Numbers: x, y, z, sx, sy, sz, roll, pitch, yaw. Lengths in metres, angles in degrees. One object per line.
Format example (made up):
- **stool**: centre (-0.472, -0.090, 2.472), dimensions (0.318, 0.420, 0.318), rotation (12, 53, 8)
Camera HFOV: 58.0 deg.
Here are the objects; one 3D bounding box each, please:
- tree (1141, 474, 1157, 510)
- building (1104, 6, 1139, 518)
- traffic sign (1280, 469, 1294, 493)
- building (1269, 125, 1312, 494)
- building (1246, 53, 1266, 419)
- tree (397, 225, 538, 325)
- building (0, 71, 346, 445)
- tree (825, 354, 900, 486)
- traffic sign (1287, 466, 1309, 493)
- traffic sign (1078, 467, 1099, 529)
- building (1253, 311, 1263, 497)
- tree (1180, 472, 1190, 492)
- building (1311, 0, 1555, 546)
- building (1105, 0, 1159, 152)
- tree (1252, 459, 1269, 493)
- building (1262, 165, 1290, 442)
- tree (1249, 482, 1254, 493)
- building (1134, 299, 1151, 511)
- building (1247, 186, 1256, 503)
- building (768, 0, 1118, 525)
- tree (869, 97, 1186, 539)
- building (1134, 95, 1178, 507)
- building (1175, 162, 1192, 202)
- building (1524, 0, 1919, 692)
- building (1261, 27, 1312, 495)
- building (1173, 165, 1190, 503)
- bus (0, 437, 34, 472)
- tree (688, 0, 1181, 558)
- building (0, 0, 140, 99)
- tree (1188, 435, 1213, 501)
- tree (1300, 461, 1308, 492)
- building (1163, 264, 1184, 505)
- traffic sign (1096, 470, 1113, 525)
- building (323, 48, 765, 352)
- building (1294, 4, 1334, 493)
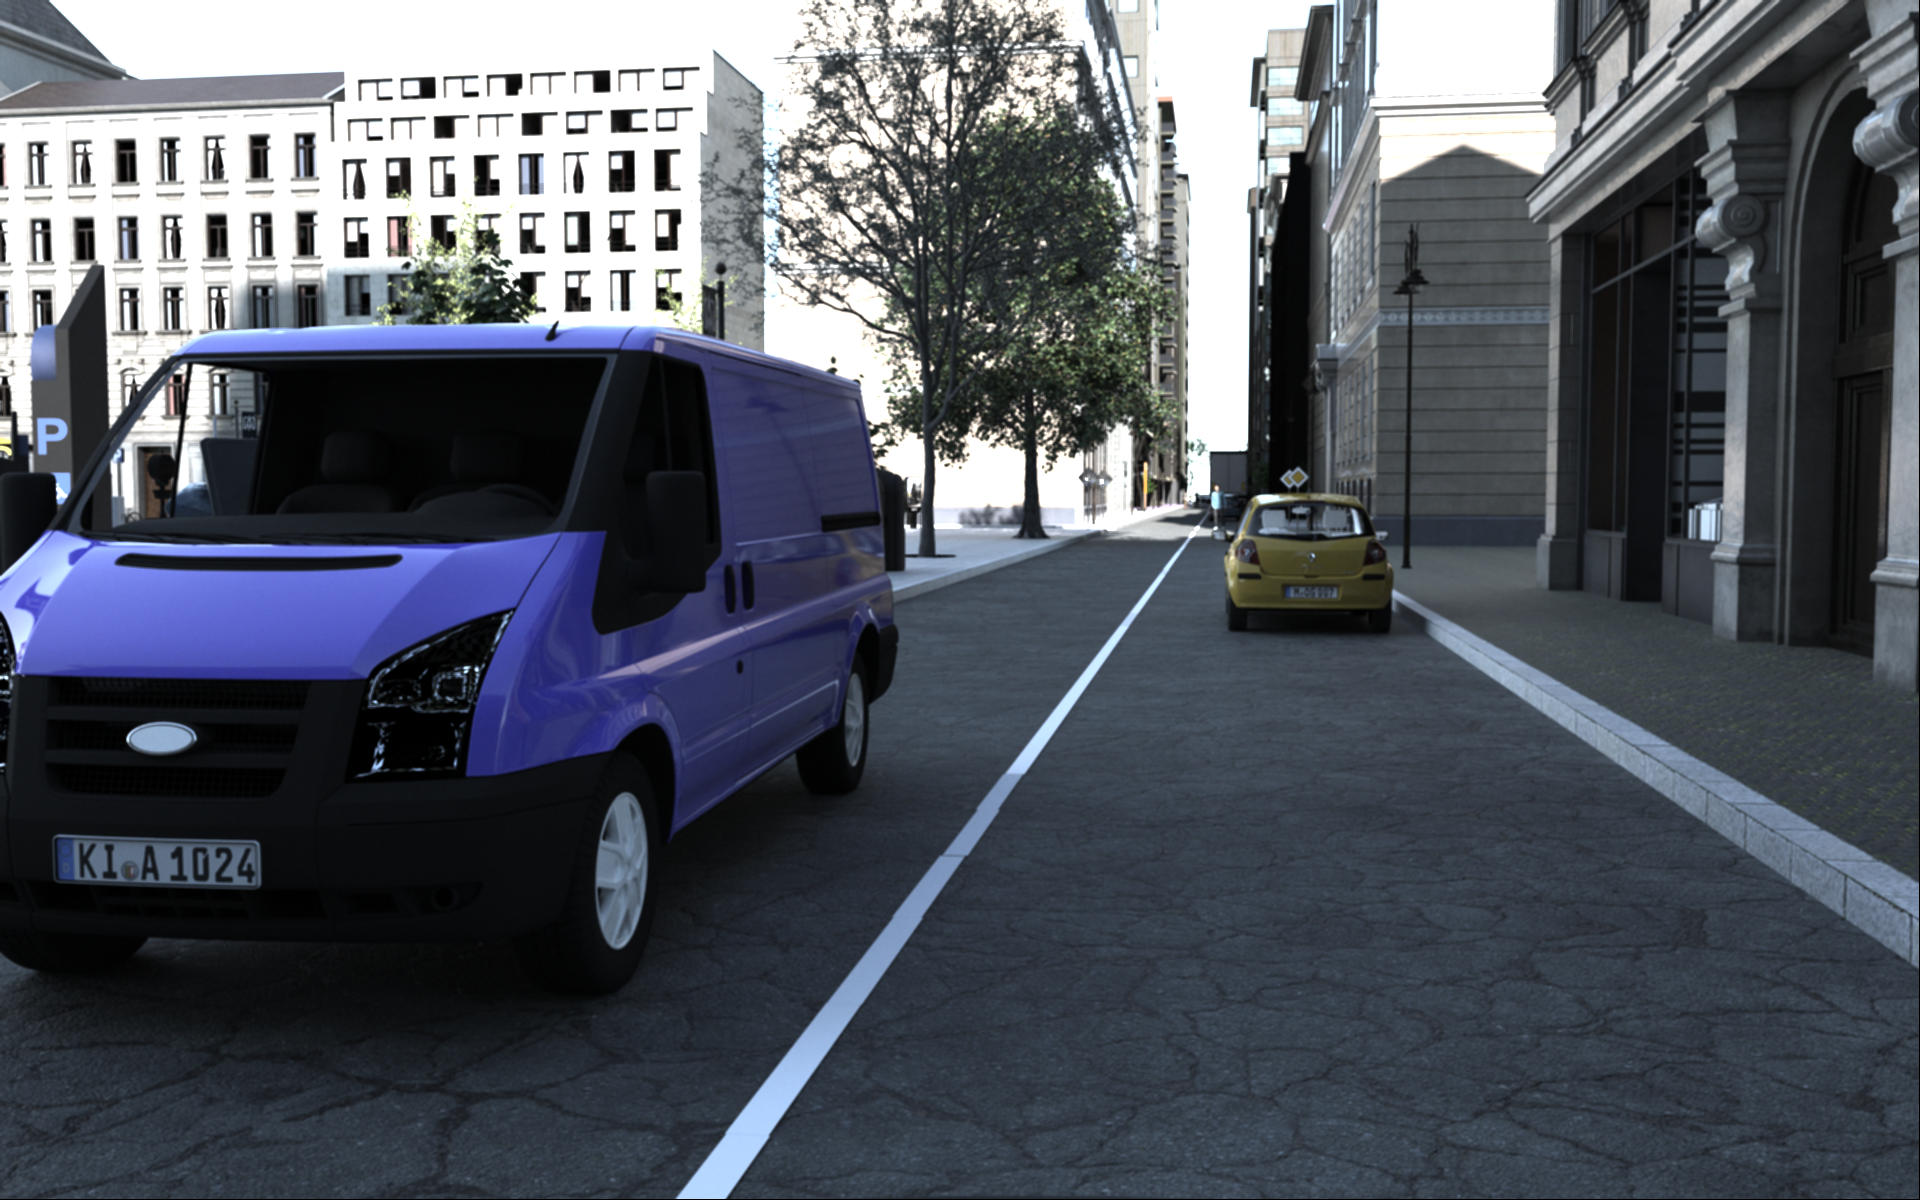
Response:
- **tree**: centre (15.566, -9.109, 143.539), dimensions (1.663, 3.219, 1.824), rotation (0, 3, 0)
- **building**: centre (4.562, -20.080, 105.802), dimensions (11.434, 29.767, 29.804), rotation (1, 4, 9)
- **traffic sign**: centre (13.359, -4.074, 70.258), dimensions (0.795, 2.450, 0.064), rotation (1, 4, 9)
- **building**: centre (26.376, -17.216, 111.163), dimensions (12.332, 23.373, 15.834), rotation (1, 4, 9)
- **building**: centre (48.451, -37.545, 203.105), dimensions (28.713, 52.752, 27.495), rotation (1, 4, 9)
- **tree**: centre (-3.323, -1.094, 12.494), dimensions (1.663, 3.219, 1.824), rotation (0, 3, 0)
- **building**: centre (-35.677, -14.261, 82.324), dimensions (18.267, 20.994, 9.793), rotation (1, 4, 9)
- **tree**: centre (-1.655, -1.795, 23.949), dimensions (1.663, 3.219, 1.824), rotation (0, 3, 0)
- **traffic sign**: centre (12.163, -3.591, 62.363), dimensions (0.795, 2.450, 0.064), rotation (1, 4, 9)
- **traffic sign**: centre (4.707, -3.662, 63.509), dimensions (0.795, 2.450, 0.064), rotation (1, 4, 9)
- **building**: centre (44.154, -20.242, 176.003), dimensions (27.650, 21.520, 28.899), rotation (1, 4, 9)
- **tree**: centre (27.767, -14.600, 222.425), dimensions (4.285, 4.588, 4.351), rotation (0, 3, 0)
- **building**: centre (17.845, -16.205, 50.853), dimensions (13.634, 28.700, 20.117), rotation (1, 4, 9)
- **building**: centre (4.514, -34.984, 161.227), dimensions (28.713, 52.752, 27.495), rotation (1, 4, 9)
- **tree**: centre (26.362, -9.970, 146.727), dimensions (4.285, 4.588, 4.351), rotation (0, 3, 0)
- **building**: centre (30.149, -21.014, 130.973), dimensions (14.401, 28.519, 23.554), rotation (1, 4, 9)
- **tree**: centre (38.966, -14.293, 228.284), dimensions (1.663, 3.219, 1.824), rotation (0, 3, 0)
- **building**: centre (5.785, -16.026, 129.481), dimensions (16.820, 18.784, 16.811), rotation (1, 4, 9)
- **building**: centre (47.741, -36.339, 244.256), dimensions (14.600, 45.320, 14.200), rotation (1, 4, 9)
- **building**: centre (0.080, -18.068, 81.312), dimensions (13.634, 28.700, 20.117), rotation (1, 4, 9)
- **tree**: centre (1.972, -8.126, 49.860), dimensions (9.611, 12.733, 9.660), rotation (0, 3, 0)
- **building**: centre (12.333, -32.668, 188.739), dimensions (22.147, 44.769, 28.867), rotation (1, 4, 9)
- **building**: centre (22.497, -42.208, 279.344), dimensions (28.713, 52.752, 27.495), rotation (1, 4, 9)
- **building**: centre (12.162, -10.425, 21.366), dimensions (10.553, 20.767, 40.483), rotation (1, 4, 9)
- **building**: centre (34.257, -28.840, 155.131), dimensions (14.154, 41.232, 14.086), rotation (1, 4, 9)
- **building**: centre (22.726, -38.591, 254.658), dimensions (21.300, 48.544, 21.600), rotation (1, 4, 9)
- **bus**: centre (-45.169, -5.105, 75.015), dimensions (12.252, 3.916, 2.896), rotation (0, 4, 8)
- **tree**: centre (-0.523, -7.610, 34.790), dimensions (12.009, 13.543, 11.850), rotation (0, 3, 0)
- **building**: centre (-56.645, -18.386, 87.998), dimensions (23.554, 28.519, 14.401), rotation (1, 4, 9)
- **tree**: centre (40.511, -23.082, 303.138), dimensions (9.928, 11.665, 9.643), rotation (0, 3, 0)
- **tree**: centre (17.709, -5.656, 87.074), dimensions (1.663, 3.219, 1.824), rotation (0, 3, 0)
- **building**: centre (19.518, -26.794, 209.782), dimensions (14.160, 30.474, 14.107), rotation (1, 4, 9)
- **traffic sign**: centre (5.903, -4.144, 71.404), dimensions (0.795, 2.450, 0.064), rotation (1, 4, 9)
- **building**: centre (-18.408, -13.721, 79.087), dimensions (16.860, 20.320, 10.420), rotation (1, 4, 9)
- **building**: centre (30.010, -14.794, 75.173), dimensions (30.059, 22.955, 16.112), rotation (1, 4, 9)
